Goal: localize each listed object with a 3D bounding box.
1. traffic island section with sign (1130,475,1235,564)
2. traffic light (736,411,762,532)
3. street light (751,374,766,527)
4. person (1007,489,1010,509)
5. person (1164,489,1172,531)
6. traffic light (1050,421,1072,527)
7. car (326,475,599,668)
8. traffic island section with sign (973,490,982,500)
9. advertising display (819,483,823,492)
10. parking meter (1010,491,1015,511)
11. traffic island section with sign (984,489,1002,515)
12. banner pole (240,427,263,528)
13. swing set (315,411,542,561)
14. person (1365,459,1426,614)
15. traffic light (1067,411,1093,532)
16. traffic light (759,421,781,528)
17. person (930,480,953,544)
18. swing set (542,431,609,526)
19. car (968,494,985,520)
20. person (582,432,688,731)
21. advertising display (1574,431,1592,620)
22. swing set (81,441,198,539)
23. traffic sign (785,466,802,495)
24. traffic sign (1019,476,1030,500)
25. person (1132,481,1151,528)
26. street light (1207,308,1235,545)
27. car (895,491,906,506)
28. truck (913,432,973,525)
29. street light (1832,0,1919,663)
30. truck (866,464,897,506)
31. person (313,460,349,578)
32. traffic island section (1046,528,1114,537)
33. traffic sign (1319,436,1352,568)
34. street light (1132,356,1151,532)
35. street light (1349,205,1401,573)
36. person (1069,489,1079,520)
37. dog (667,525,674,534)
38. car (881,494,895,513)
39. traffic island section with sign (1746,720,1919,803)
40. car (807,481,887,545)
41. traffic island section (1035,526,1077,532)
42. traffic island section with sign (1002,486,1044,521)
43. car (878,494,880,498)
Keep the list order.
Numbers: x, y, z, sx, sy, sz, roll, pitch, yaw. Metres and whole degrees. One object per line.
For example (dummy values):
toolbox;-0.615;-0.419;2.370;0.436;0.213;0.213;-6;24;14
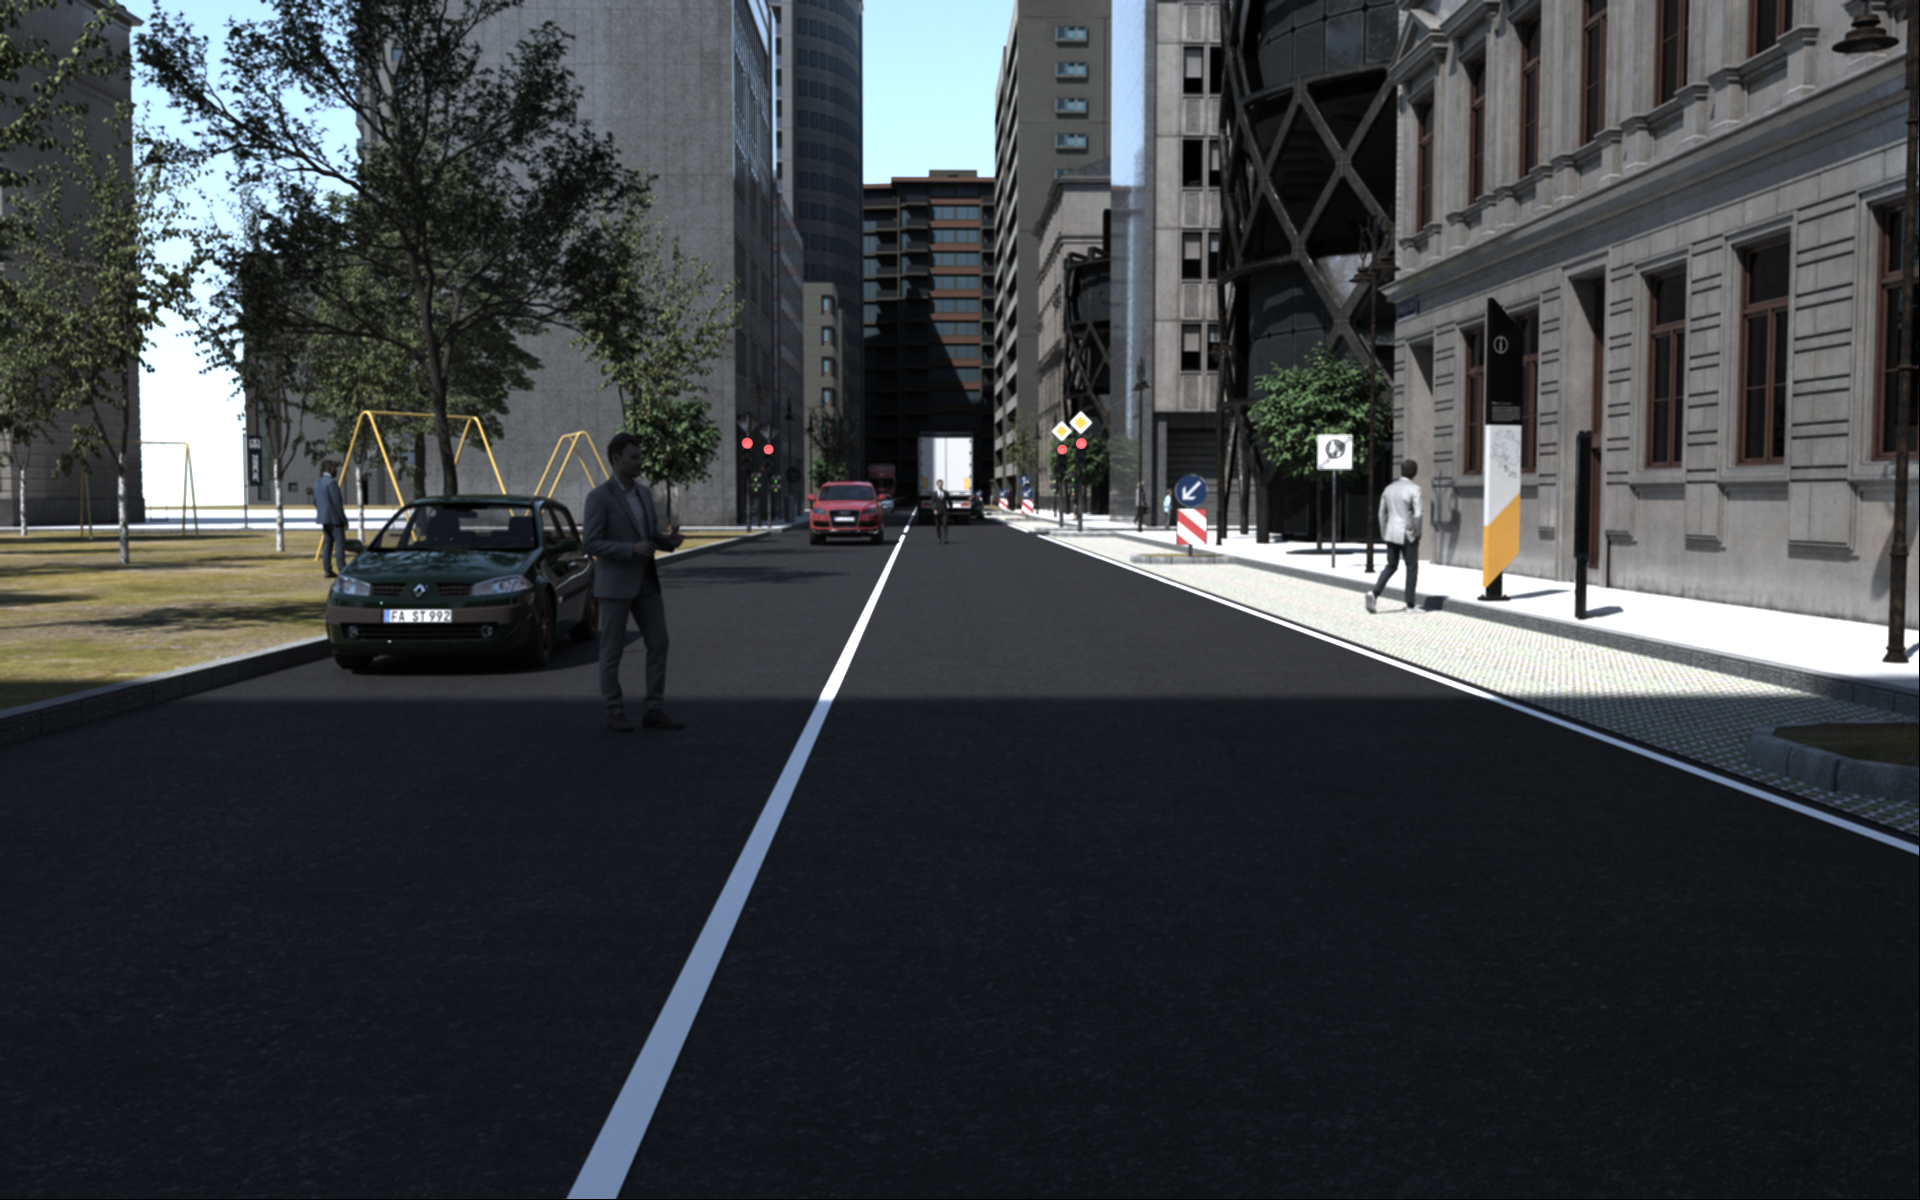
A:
traffic island section with sign;4.588;-1.677;36.042;1.989;1.847;2.006;0;4;-1
traffic light;-7.105;-4.244;58.304;0.839;4.253;0.868;0;4;-1
street light;-7.784;-5.769;67.114;0.468;5.910;1.993;0;4;-1
person;4.198;-8.731;149.720;0.530;1.710;0.541;2;4;24
person;7.440;-3.144;61.720;0.330;1.601;0.589;0;4;1
traffic light;3.882;-4.748;66.543;0.839;4.253;0.868;0;4;-1
car;-4.348;-0.353;15.552;2.009;1.686;4.222;0;4;-3
traffic island section with sign;1.721;-9.804;168.927;1.989;1.847;2.006;0;4;-1
advertising display;-7.994;-5.793;99.930;0.123;1.923;0.974;0;4;3
parking meter;4.025;-7.593;132.554;0.372;1.533;0.369;0;3;0
traffic island section with sign;2.817;-6.716;118.427;1.989;1.847;2.006;0;4;-1
banner pole;-26.626;-4.590;65.071;0.863;3.779;0.401;-1;4;-9
swing set;-10.430;-2.221;33.938;2.862;2.851;3.119;2;4;28
person;5.218;-0.750;20.603;0.795;1.843;0.661;-2;4;-33
traffic light;4.054;-4.259;58.560;0.839;4.253;0.868;0;4;-1
traffic light;-7.277;-4.732;66.288;0.839;4.253;0.868;0;4;-1
person;-0.524;-2.566;50.236;0.659;1.850;0.755;0;4;-3
swing set;-9.964;-2.883;44.751;2.862;2.851;3.119;-1;4;-21
car;0.378;-5.320;98.786;2.131;1.459;4.920;0;4;-3
person;-1.949;-0.109;10.476;0.583;1.804;0.606;2;4;28
advertising display;6.480;-0.785;18.045;0.123;1.923;0.974;1;4;18
swing set;-24.389;-3.304;51.642;3.119;2.851;2.862;-2;4;-32
traffic sign;-7.699;-4.890;80.051;0.768;2.556;0.104;0;4;8
traffic sign;4.461;-7.277;119.087;0.768;2.556;0.104;0;4;5
person;6.893;-3.653;65.954;0.728;1.800;0.709;2;4;31
street light;6.482;-4.305;43.173;0.468;5.910;1.993;0;4;-1
car;-7.844;-12.721;216.666;2.281;1.827;5.304;0;4;-3
truck;-0.823;-5.811;83.922;2.839;4.237;11.283;0;4;-2
street light;7.139;-2.462;13.037;0.468;5.910;1.993;0;4;-1
truck;-7.297;-10.559;161.545;2.839;4.237;11.283;0;4;-2
person;-9.587;-1.237;26.452;0.721;1.800;0.419;2;4;32
traffic island section;4.094;-2.226;58.674;2.009;0.180;2.903;0;4;-1
traffic sign;6.472;-1.702;29.959;0.606;2.300;0.079;0;4;0
street light;6.074;-5.226;58.239;0.468;5.910;1.993;0;4;-1
street light;6.692;-3.383;28.102;0.468;5.910;1.993;0;4;-1
person;5.807;-4.897;86.473;0.716;1.782;0.532;-1;4;-22
dog;-7.327;-1.659;43.957;0.540;0.507;0.406;3;5;43
car;-6.054;-7.566;135.703;2.014;1.417;4.499;0;4;-3
traffic island section with sign;5.170;-0.006;8.724;1.989;1.847;2.006;0;4;-1
car;-3.256;-2.545;50.286;2.281;1.827;5.304;0;4;-2
traffic island section;3.922;-2.714;66.658;2.009;0.180;2.903;0;4;-1
traffic island section with sign;3.391;-5.053;91.251;1.989;1.847;2.006;0;4;-1
car;-5.564;-5.454;97.840;2.281;1.827;5.304;0;4;-1
